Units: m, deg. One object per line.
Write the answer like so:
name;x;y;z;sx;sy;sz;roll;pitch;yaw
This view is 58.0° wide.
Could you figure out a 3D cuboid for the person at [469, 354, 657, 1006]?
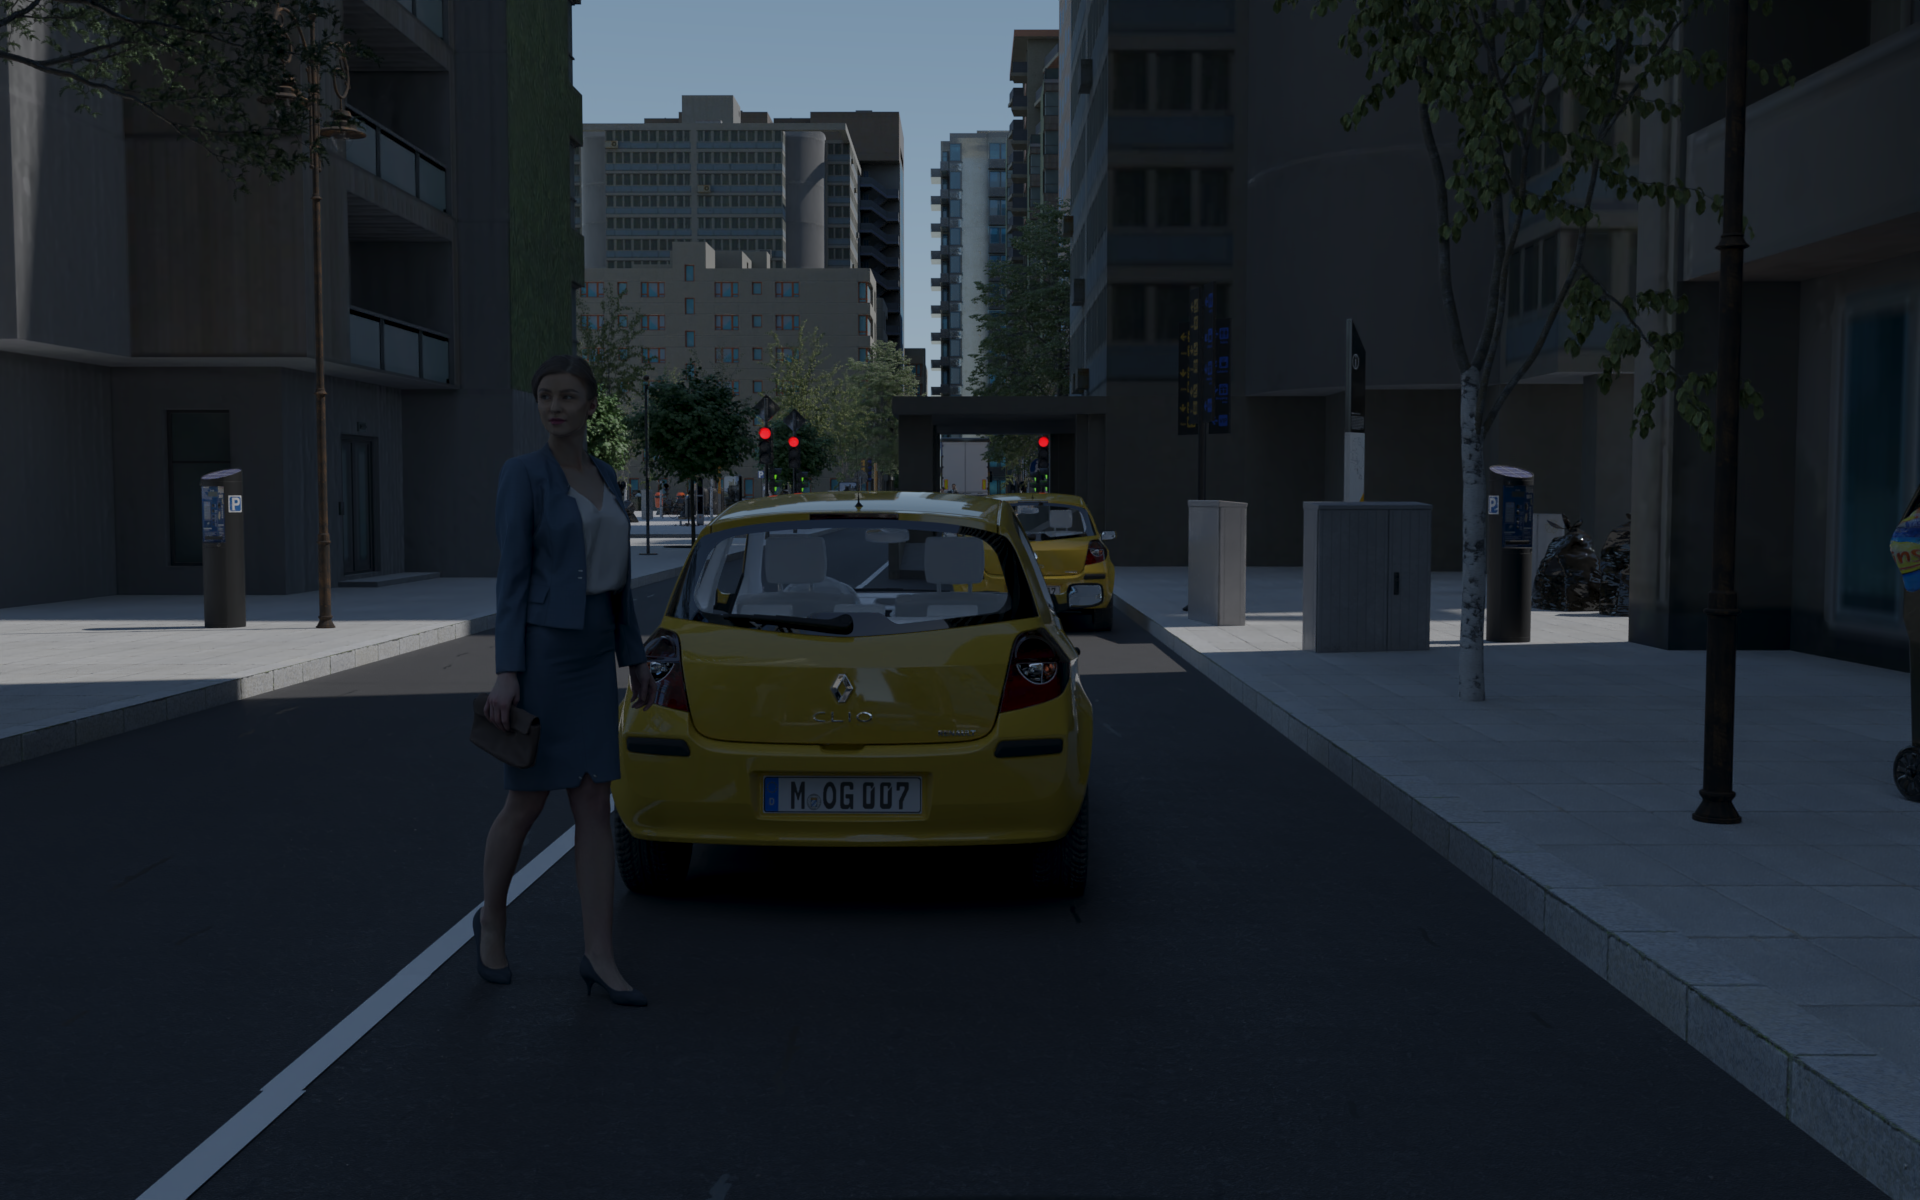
person;-1.152;0.217;4.973;0.581;1.822;0.654;-3;5;-41

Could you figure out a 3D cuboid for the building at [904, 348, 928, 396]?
building;-19.012;-23.555;230.169;28.899;21.520;27.650;0;4;0

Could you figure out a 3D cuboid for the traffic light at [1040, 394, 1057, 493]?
traffic light;2.673;-3.664;48.822;0.839;4.253;0.868;0;4;0

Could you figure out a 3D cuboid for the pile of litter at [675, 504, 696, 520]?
pile of litter;-13.493;-4.494;87.448;1.719;0.858;1.176;0;4;-6

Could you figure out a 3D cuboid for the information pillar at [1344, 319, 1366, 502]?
information pillar;5.327;-1.961;23.414;0.183;3.616;0.504;3;4;36

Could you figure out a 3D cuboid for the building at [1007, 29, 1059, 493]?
building;15.687;-31.121;163.454;22.147;44.769;28.867;0;4;0

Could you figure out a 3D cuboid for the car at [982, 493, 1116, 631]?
car;0.792;-0.570;19.544;2.015;1.641;3.980;0;4;1

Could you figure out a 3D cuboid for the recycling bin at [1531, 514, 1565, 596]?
recycling bin;7.269;-0.590;22.199;0.722;1.027;0.722;0;4;-1

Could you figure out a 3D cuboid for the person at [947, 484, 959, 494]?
person;-0.329;-4.316;78.422;0.648;1.900;0.474;-3;5;-40

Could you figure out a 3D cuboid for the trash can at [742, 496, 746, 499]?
trash can;-15.881;-6.971;125.635;0.748;1.137;0.748;0;3;0

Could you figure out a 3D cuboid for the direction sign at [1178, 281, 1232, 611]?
direction sign;2.638;-1.648;18.935;0.379;3.537;0.876;-1;4;-9

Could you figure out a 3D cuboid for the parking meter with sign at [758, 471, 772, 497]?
parking meter with sign;-14.508;-8.219;130.634;0.543;3.016;1.738;2;4;28

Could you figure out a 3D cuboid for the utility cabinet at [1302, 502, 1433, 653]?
utility cabinet;3.338;-0.185;14.189;1.020;1.237;0.306;-1;4;-14

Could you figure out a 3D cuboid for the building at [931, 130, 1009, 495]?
building;11.475;-37.192;227.694;30.456;49.044;23.786;0;4;0

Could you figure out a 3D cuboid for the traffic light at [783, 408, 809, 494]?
traffic light;-5.404;-4.153;56.826;0.839;4.253;0.868;0;4;0

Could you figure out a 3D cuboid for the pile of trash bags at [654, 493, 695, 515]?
pile of trash bags;-17.796;-5.890;106.051;1.912;1.369;3.447;1;4;16

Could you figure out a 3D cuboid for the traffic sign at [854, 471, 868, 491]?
traffic sign;-5.369;-5.727;93.736;0.768;2.556;0.104;0;4;6

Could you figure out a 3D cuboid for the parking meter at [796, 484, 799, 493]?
parking meter;-6.702;-3.963;70.506;0.255;1.863;0.399;1;4;14

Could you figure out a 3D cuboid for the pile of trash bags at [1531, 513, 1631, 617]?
pile of trash bags;8.214;-0.571;19.088;3.447;1.369;1.912;-1;4;-9

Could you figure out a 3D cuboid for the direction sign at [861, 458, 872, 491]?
direction sign;-5.959;-7.221;110.054;0.876;3.537;0.379;-3;5;-42

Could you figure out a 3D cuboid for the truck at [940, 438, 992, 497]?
truck;0.322;-6.280;91.588;2.839;4.237;11.283;0;4;1

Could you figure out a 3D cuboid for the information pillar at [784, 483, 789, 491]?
information pillar;-8.631;-4.954;85.484;0.304;2.012;0.304;-1;4;-15

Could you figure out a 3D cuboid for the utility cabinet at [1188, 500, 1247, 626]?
utility cabinet;2.567;-0.375;17.295;0.306;1.237;1.020;-1;4;-9

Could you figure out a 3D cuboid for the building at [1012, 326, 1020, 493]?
building;12.536;-25.300;185.351;14.160;30.474;14.107;0;4;0

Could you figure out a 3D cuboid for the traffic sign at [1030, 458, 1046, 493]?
traffic sign;2.843;-3.744;61.328;0.768;2.556;0.104;0;4;4

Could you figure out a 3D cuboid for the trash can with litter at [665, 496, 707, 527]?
trash can with litter;-10.954;-3.556;69.200;1.678;1.210;2.233;-1;4;-9

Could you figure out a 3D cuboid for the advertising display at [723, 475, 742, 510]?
advertising display;-7.723;-3.279;58.833;0.123;1.923;0.974;-3;5;-42

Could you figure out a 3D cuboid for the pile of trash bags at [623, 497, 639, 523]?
pile of trash bags;-16.032;-4.174;77.992;3.447;1.369;1.912;3;5;44

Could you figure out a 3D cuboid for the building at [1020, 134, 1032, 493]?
building;12.458;-22.654;142.088;14.160;30.474;14.107;0;4;0

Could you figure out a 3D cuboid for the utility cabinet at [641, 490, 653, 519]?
utility cabinet;-15.635;-4.768;86.632;0.318;1.500;1.173;0;4;4

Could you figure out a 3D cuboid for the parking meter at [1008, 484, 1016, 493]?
parking meter;2.932;-5.649;98.066;0.399;1.863;0.255;-3;4;-39

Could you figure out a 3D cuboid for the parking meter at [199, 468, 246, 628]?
parking meter;-7.089;-0.505;16.669;0.372;1.533;0.369;0;3;0

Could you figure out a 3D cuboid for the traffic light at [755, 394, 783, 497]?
traffic light;-5.439;-3.665;48.841;0.839;4.253;0.868;0;4;0

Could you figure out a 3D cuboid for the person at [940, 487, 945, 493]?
person;-0.931;-4.610;84.218;0.599;1.781;0.374;0;4;6

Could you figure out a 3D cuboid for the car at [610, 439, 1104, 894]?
car;-0.340;0.158;7.648;2.015;1.641;3.980;0;4;1

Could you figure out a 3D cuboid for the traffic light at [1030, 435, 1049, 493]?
traffic light;2.707;-4.152;56.807;0.839;4.253;0.868;0;4;0

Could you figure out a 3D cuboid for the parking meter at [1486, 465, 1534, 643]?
parking meter;4.782;-0.407;15.064;0.372;1.533;0.369;0;3;0

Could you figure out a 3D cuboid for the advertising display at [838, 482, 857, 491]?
advertising display;-5.887;-5.239;90.869;0.974;1.923;0.123;-1;4;-16

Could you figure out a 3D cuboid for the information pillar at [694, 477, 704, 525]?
information pillar;-10.675;-4.074;71.102;0.304;2.012;0.304;-1;4;-12

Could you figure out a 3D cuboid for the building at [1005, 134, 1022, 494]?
building;12.230;-31.561;199.610;14.154;41.232;14.086;0;4;0

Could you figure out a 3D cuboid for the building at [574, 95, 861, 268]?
building;-22.891;-29.431;173.080;32.217;40.220;23.993;0;4;0
